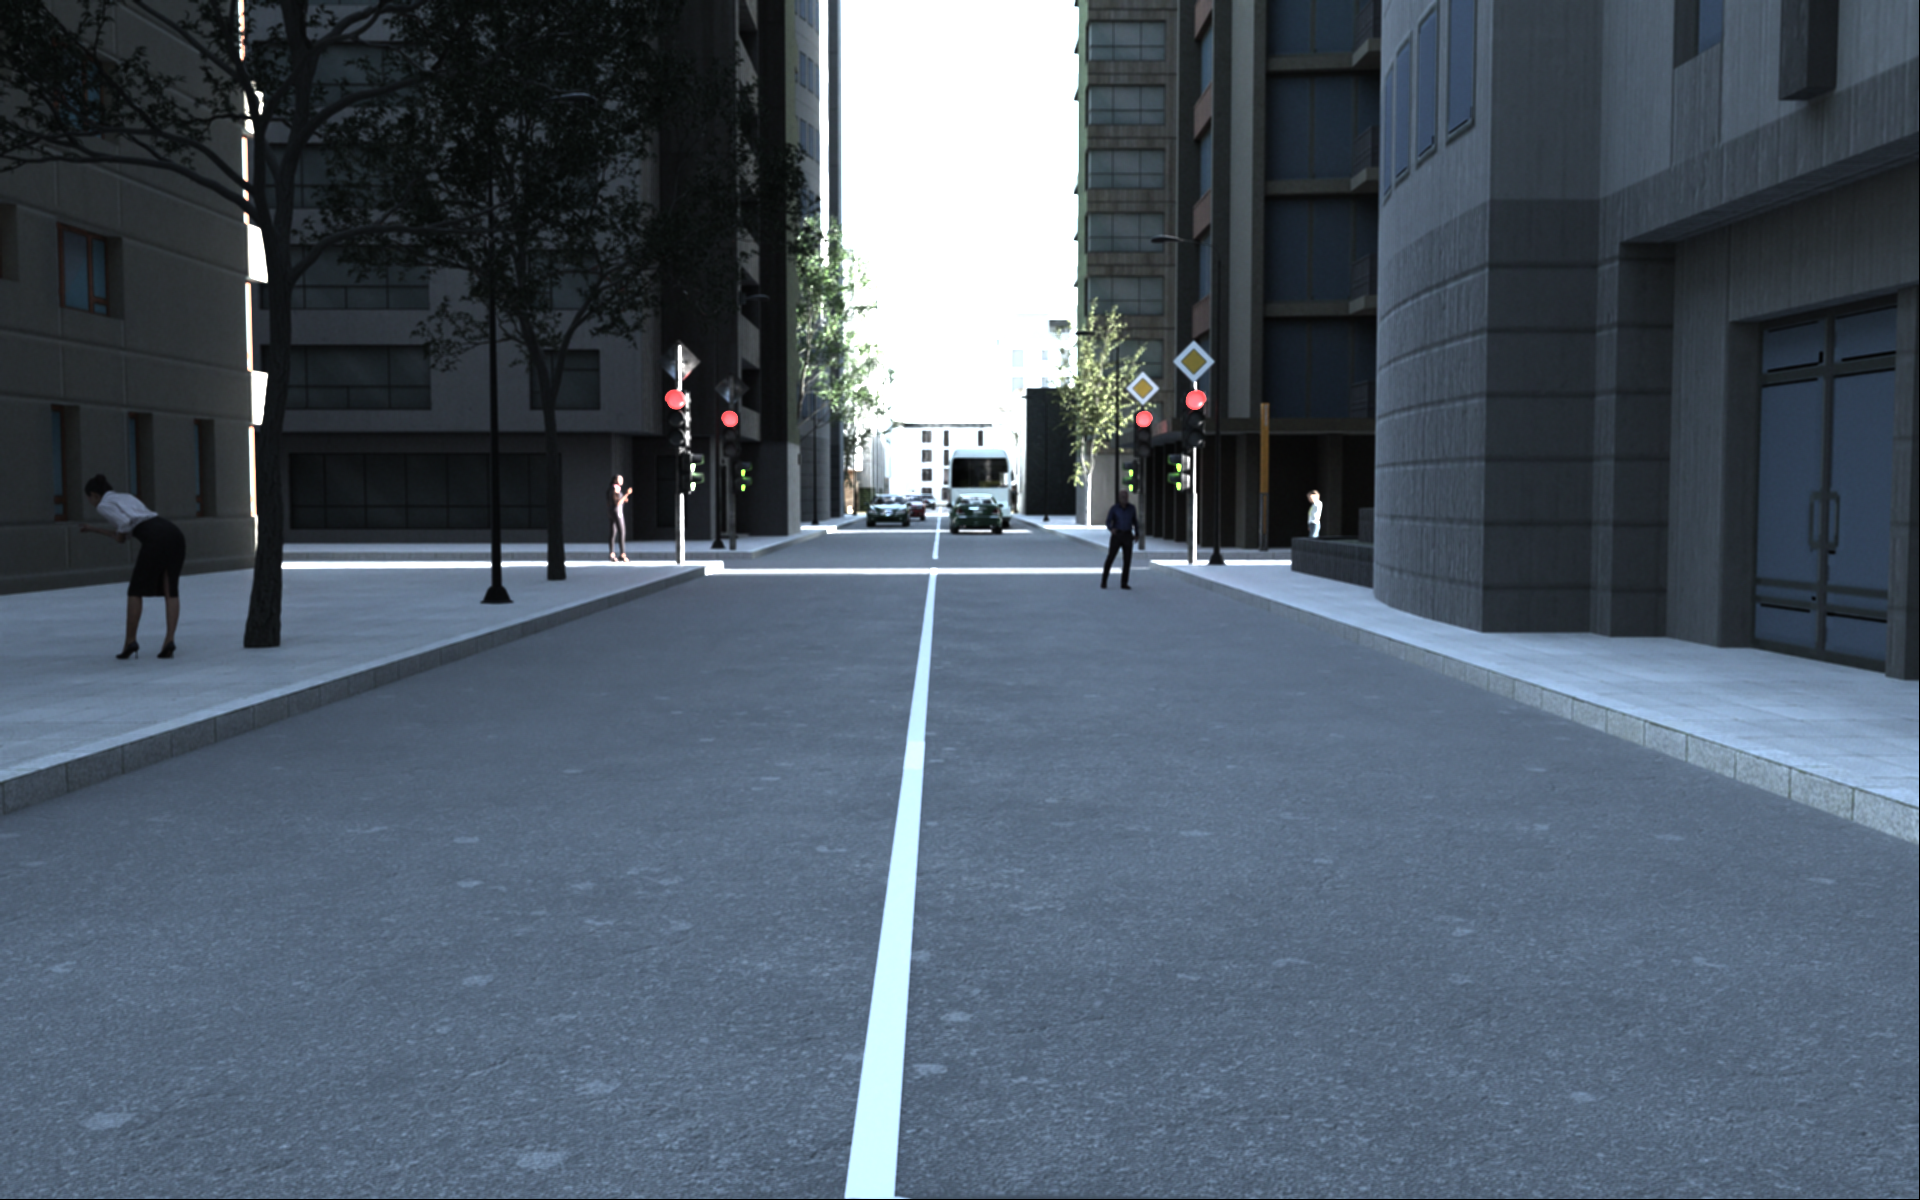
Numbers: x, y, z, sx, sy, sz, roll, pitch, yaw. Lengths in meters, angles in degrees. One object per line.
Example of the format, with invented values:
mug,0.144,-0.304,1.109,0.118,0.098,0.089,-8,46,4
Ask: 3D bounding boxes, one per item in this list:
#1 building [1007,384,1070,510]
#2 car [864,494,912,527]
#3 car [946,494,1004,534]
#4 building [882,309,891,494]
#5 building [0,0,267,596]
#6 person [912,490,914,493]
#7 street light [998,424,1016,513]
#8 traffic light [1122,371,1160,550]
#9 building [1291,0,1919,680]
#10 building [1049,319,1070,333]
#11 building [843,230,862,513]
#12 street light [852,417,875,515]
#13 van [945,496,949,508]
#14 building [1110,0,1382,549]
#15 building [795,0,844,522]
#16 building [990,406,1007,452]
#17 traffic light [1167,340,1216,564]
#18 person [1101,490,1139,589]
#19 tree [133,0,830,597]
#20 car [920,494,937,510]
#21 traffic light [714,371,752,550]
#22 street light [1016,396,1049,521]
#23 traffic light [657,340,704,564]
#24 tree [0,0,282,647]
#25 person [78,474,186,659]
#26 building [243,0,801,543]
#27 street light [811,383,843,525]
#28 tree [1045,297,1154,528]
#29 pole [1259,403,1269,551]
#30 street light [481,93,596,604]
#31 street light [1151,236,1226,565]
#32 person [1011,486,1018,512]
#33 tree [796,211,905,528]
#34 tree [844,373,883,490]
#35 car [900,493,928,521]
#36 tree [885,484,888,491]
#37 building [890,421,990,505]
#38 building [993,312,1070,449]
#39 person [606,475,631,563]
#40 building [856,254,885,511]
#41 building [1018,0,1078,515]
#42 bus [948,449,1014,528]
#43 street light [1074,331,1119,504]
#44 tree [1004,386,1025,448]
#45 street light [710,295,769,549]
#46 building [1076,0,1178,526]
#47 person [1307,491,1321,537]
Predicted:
building,9.070,-11.932,137.230,9.099,9.664,28.070,0,4,-1
car,-3.186,-4.010,77.364,2.131,1.459,4.920,0,3,0
car,0.572,-3.160,63.460,2.131,1.459,4.920,0,4,-2
building,-15.062,-18.877,165.056,16.016,20.091,11.380,0,4,-1
building,-26.513,-10.470,16.219,28.899,21.520,27.650,0,4,-1
person,-4.510,-9.638,166.081,1.348,1.824,0.705,0,4,5
street light,3.169,-8.680,114.460,1.470,5.913,1.316,0,4,-1
traffic light,4.153,-3.104,39.666,0.839,4.253,0.868,0,4,-1
building,15.295,-29.012,16.342,21.231,58.520,28.212,0,4,-1
building,24.217,-22.558,212.803,32.646,21.610,27.936,0,4,-1
building,-14.901,-16.217,121.568,16.016,20.091,11.380,0,4,-1
street light,-5.819,-8.064,104.392,1.470,5.913,1.316,0,4,-1
van,-0.499,-10.453,177.912,2.013,2.044,4.112,0,4,0
building,19.110,-24.110,48.831,28.867,44.769,22.147,0,4,-1
building,-16.942,-33.072,82.718,21.231,58.520,28.212,0,4,-1
building,8.038,-13.645,165.238,9.099,9.664,28.070,0,4,-1
traffic light,4.237,-2.615,31.682,0.839,4.253,0.868,0,4,-1
person,2.384,-0.913,26.119,0.574,1.496,0.600,1,4,14
tree,-5.989,-5.598,25.946,8.767,10.594,7.601,0,4,4
car,-3.118,-9.052,157.784,2.009,1.686,4.222,0,4,0
traffic light,-5.187,-3.097,39.553,0.839,4.253,0.868,0,4,-1
street light,3.549,-6.691,81.938,1.470,5.913,1.316,0,4,-1
traffic light,-5.104,-2.608,31.568,0.839,4.253,0.868,0,4,-1
tree,-5.532,-4.886,14.294,7.601,10.594,8.767,-1,4,-9
person,-6.471,-0.263,13.525,0.799,1.438,0.628,-1,4,-20
building,-12.283,-17.028,50.111,14.160,30.474,14.107,0,4,-1
street light,-5.525,-6.106,72.366,1.470,5.913,1.316,0,4,-1
tree,5.045,-7.064,65.861,4.737,8.622,4.395,0,3,0
pole,6.814,-2.749,38.784,0.158,3.312,0.155,0,3,0
street light,-4.918,-2.917,20.240,1.470,5.913,1.316,0,4,-1
street light,4.126,-3.595,31.321,1.470,5.913,1.316,0,4,-1
person,3.878,-7.315,125.266,1.348,1.869,0.705,-1,4,-10
tree,-6.508,-8.490,64.566,9.928,11.665,9.643,0,3,0
tree,-6.800,-9.208,100.920,4.360,8.622,3.978,0,3,0
car,-2.796,-5.214,94.292,2.155,1.783,4.494,0,4,0
tree,-8.176,-10.954,173.699,1.663,3.219,1.824,0,3,0
building,-6.577,-15.980,203.414,28.070,9.664,9.099,0,4,-1
building,11.566,-20.133,185.587,16.016,20.091,11.380,0,4,-1
person,-6.345,-1.519,32.347,0.593,1.643,0.415,1,4,18
building,-15.103,-16.939,143.410,16.747,18.905,31.486,0,4,-1
building,15.216,-48.011,97.644,22.319,86.520,31.000,0,4,-1
bus,0.958,-5.022,76.964,2.948,3.499,13.247,0,4,1
street light,3.954,-4.706,49.492,1.470,5.913,1.316,0,4,-1
tree,5.151,-10.306,118.866,4.360,8.622,3.978,0,3,0
street light,-5.149,-4.161,40.566,1.470,5.913,1.316,0,4,-1
building,12.042,-23.993,75.877,14.154,41.232,14.086,0,4,-1
person,6.669,-1.397,32.793,0.340,1.345,0.435,0,3,0
